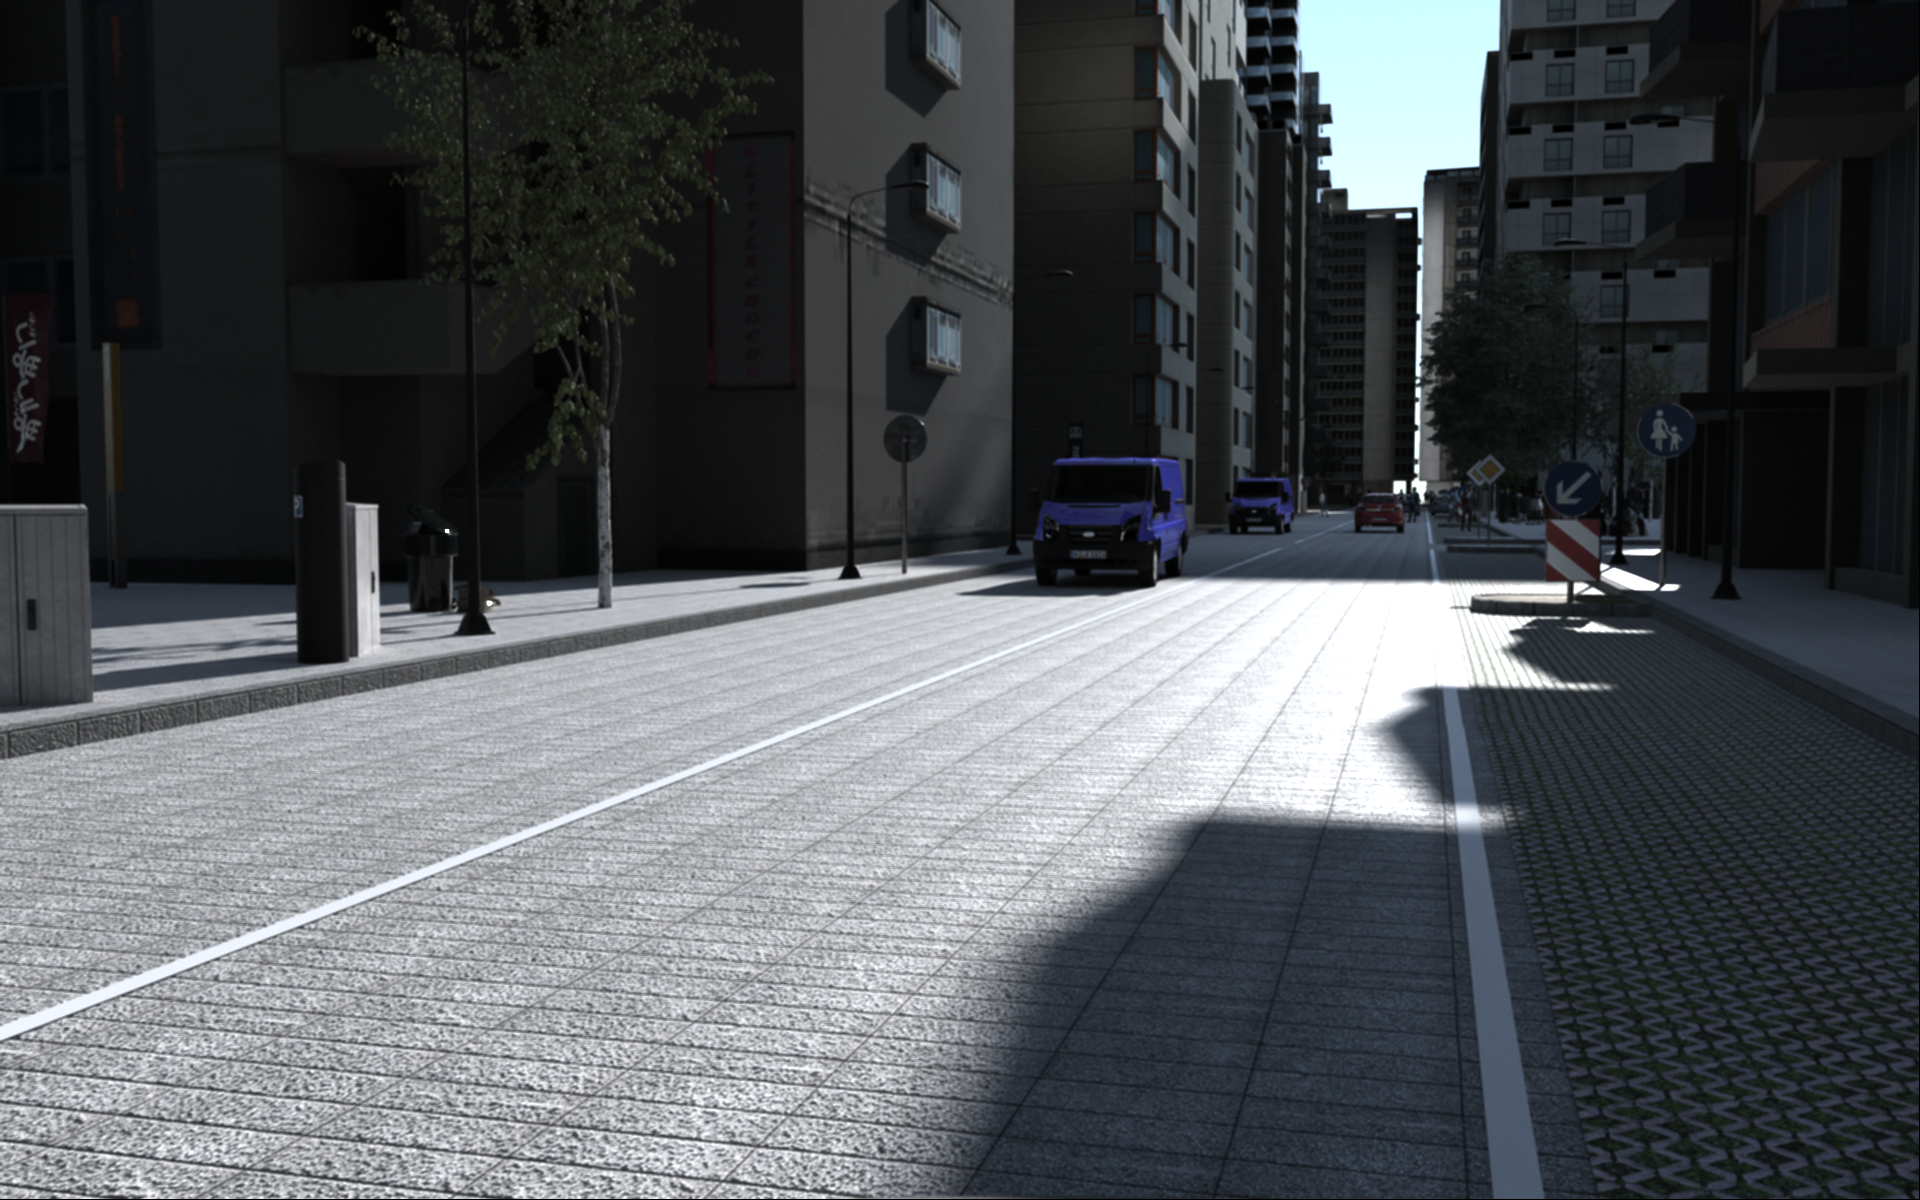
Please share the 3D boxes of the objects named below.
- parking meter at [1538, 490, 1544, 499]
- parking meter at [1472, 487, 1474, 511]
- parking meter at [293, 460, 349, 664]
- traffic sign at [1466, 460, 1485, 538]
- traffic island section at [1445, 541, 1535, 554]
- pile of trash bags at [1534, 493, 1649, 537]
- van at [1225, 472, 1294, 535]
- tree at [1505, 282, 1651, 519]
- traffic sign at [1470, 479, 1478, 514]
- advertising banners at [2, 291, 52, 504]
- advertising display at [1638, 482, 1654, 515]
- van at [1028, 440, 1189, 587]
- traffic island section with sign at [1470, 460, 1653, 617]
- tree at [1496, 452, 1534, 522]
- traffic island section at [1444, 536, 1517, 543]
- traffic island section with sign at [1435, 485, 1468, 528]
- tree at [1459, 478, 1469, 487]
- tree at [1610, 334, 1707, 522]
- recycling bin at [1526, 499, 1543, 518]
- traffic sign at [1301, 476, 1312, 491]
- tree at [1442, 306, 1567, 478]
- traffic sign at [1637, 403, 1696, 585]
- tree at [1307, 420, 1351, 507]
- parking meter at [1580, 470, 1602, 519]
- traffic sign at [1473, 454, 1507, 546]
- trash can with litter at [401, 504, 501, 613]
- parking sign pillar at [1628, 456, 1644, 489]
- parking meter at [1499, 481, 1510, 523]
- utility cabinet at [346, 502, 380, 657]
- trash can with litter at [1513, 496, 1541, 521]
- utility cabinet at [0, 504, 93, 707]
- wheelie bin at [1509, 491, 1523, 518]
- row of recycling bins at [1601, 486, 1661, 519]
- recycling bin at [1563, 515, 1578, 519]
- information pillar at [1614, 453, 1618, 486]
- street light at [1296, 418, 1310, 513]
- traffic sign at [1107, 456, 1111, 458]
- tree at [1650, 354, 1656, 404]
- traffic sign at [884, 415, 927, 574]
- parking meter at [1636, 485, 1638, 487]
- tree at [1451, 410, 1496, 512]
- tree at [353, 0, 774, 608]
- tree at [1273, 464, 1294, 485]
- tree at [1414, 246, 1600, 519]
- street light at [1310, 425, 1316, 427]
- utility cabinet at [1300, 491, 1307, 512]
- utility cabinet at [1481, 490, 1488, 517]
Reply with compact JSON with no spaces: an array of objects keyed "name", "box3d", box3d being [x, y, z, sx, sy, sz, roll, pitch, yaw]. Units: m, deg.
[{"name":"parking meter","box3d":[36.696,-6.177,109.403,0.372,1.533,0.369,0,3,0]},{"name":"parking meter","box3d":[35.656,-7.045,120.901,0.399,1.863,0.255,-1,4,-14]},{"name":"parking meter","box3d":[-4.870,-0.293,13.207,0.372,1.533,0.369,0,3,0]},{"name":"traffic sign","box3d":[15.169,-2.871,50.588,0.795,2.450,0.064,1,4,15]},{"name":"traffic island section","box3d":[13.126,-1.264,42.945,2.009,0.180,2.903,1,4,15]},{"name":"pile of trash bags","box3d":[19.546,-2.680,53.576,1.912,1.369,3.447,-3,5,-40]},{"name":"van","box3d":[11.018,-3.601,63.259,2.240,2.365,5.245,1,4,16]},{"name":"tree","box3d":[21.333,-6.779,61.193,4.360,8.622,3.978,0,3,0]},{"name":"traffic sign","box3d":[33.594,-6.885,112.679,0.768,2.556,0.104,1,4,19]},{"name":"advertising banners","box3d":[-8.804,-1.167,15.274,2.074,3.025,0.090,1,4,17]},{"name":"advertising display","box3d":[36.548,-5.328,92.334,0.123,1.923,0.974,-2,4,-27]},{"name":"van","box3d":[2.554,-1.486,28.678,2.240,2.365,5.245,1,4,14]},{"name":"traffic island section with sign","box3d":[7.297,-0.765,21.137,1.989,1.847,2.006,1,4,15]},{"name":"tree","box3d":[25.125,-5.175,79.211,1.663,3.219,1.824,0,3,0]},{"name":"traffic island section","box3d":[15.194,-1.736,50.658,2.009,0.180,2.903,1,4,15]},{"name":"traffic island section with sign","box3d":[21.582,-4.024,74.418,1.989,1.847,2.006,1,4,15]},{"name":"tree","box3d":[54.872,-11.900,189.168,1.663,3.219,1.824,0,3,0]},{"name":"tree","box3d":[32.287,-7.935,80.092,4.737,8.622,4.395,0,3,0]},{"name":"recycling bin","box3d":[30.876,-4.925,93.081,0.722,1.027,0.722,3,4,37]},{"name":"traffic sign","box3d":[24.495,-7.493,122.613,0.768,2.556,0.104,1,4,22]},{"name":"tree","box3d":[33.012,-11.429,104.998,7.486,12.596,7.792,0,3,0]},{"name":"traffic sign","box3d":[9.885,-1.479,24.290,0.768,2.556,0.104,1,4,21]},{"name":"tree","box3d":[36.874,-13.638,173.341,4.360,8.622,3.978,0,3,0]},{"name":"parking meter","box3d":[13.782,-1.964,37.825,0.399,1.863,0.255,-1,4,-9]},{"name":"traffic sign","box3d":[13.101,-2.399,42.874,0.795,2.450,0.064,1,4,15]},{"name":"trash can with litter","box3d":[-5.568,-0.466,18.999,1.055,1.170,0.624,1,4,10]},{"name":"parking sign pillar","box3d":[46.526,-7.997,119.217,1.447,3.967,1.447,-3,5,-41]},{"name":"parking meter","box3d":[24.493,-4.417,77.923,0.255,1.863,0.399,-3,4,-36]},{"name":"utility cabinet","box3d":[-4.951,-0.179,14.090,0.306,1.237,1.020,-1,4,-9]},{"name":"trash can with litter","box3d":[27.862,-4.460,83.981,2.233,1.210,1.678,0,4,6]},{"name":"utility cabinet","box3d":[-5.844,0.041,10.489,1.020,1.237,0.306,-2,4,-30]},{"name":"wheelie bin","box3d":[29.976,-5.257,93.864,0.980,1.594,0.693,2,4,27]},{"name":"row of recycling bins","box3d":[34.727,-5.101,90.506,3.534,1.692,1.069,2,4,25]},{"name":"recycling bin","box3d":[23.650,-3.304,66.566,0.722,1.027,0.722,0,4,-1]},{"name":"information pillar","box3d":[37.415,-6.558,98.573,0.183,3.616,0.504,-2,4,-28]},{"name":"street light","box3d":[20.550,-8.200,106.605,1.470,5.913,1.316,1,4,15]},{"name":"traffic sign","box3d":[3.886,-2.551,45.356,0.795,2.450,0.064,1,4,15]},{"name":"tree","box3d":[28.427,-7.664,75.661,4.360,8.622,3.978,0,3,0]},{"name":"traffic sign","box3d":[-0.898,-1.701,27.910,0.768,2.556,0.104,1,4,23]},{"name":"parking meter","box3d":[43.941,-6.507,112.107,0.399,1.863,0.255,0,4,0]},{"name":"tree","box3d":[38.042,-10.613,123.881,4.737,8.622,4.395,0,3,0]},{"name":"tree","box3d":[-4.239,-4.213,19.248,4.737,8.622,4.395,0,3,0]},{"name":"tree","box3d":[20.621,-7.154,111.562,1.663,3.219,1.824,0,3,0]},{"name":"tree","box3d":[28.583,-11.255,90.678,9.857,13.997,8.962,0,3,0]},{"name":"street light","box3d":[23.299,-8.839,117.066,1.470,5.913,1.316,1,4,15]},{"name":"utility cabinet","box3d":[24.057,-6.894,121.398,0.318,1.500,1.173,1,4,20]},{"name":"utility cabinet","box3d":[28.964,-5.323,95.702,0.318,1.500,1.173,1,4,14]}]
